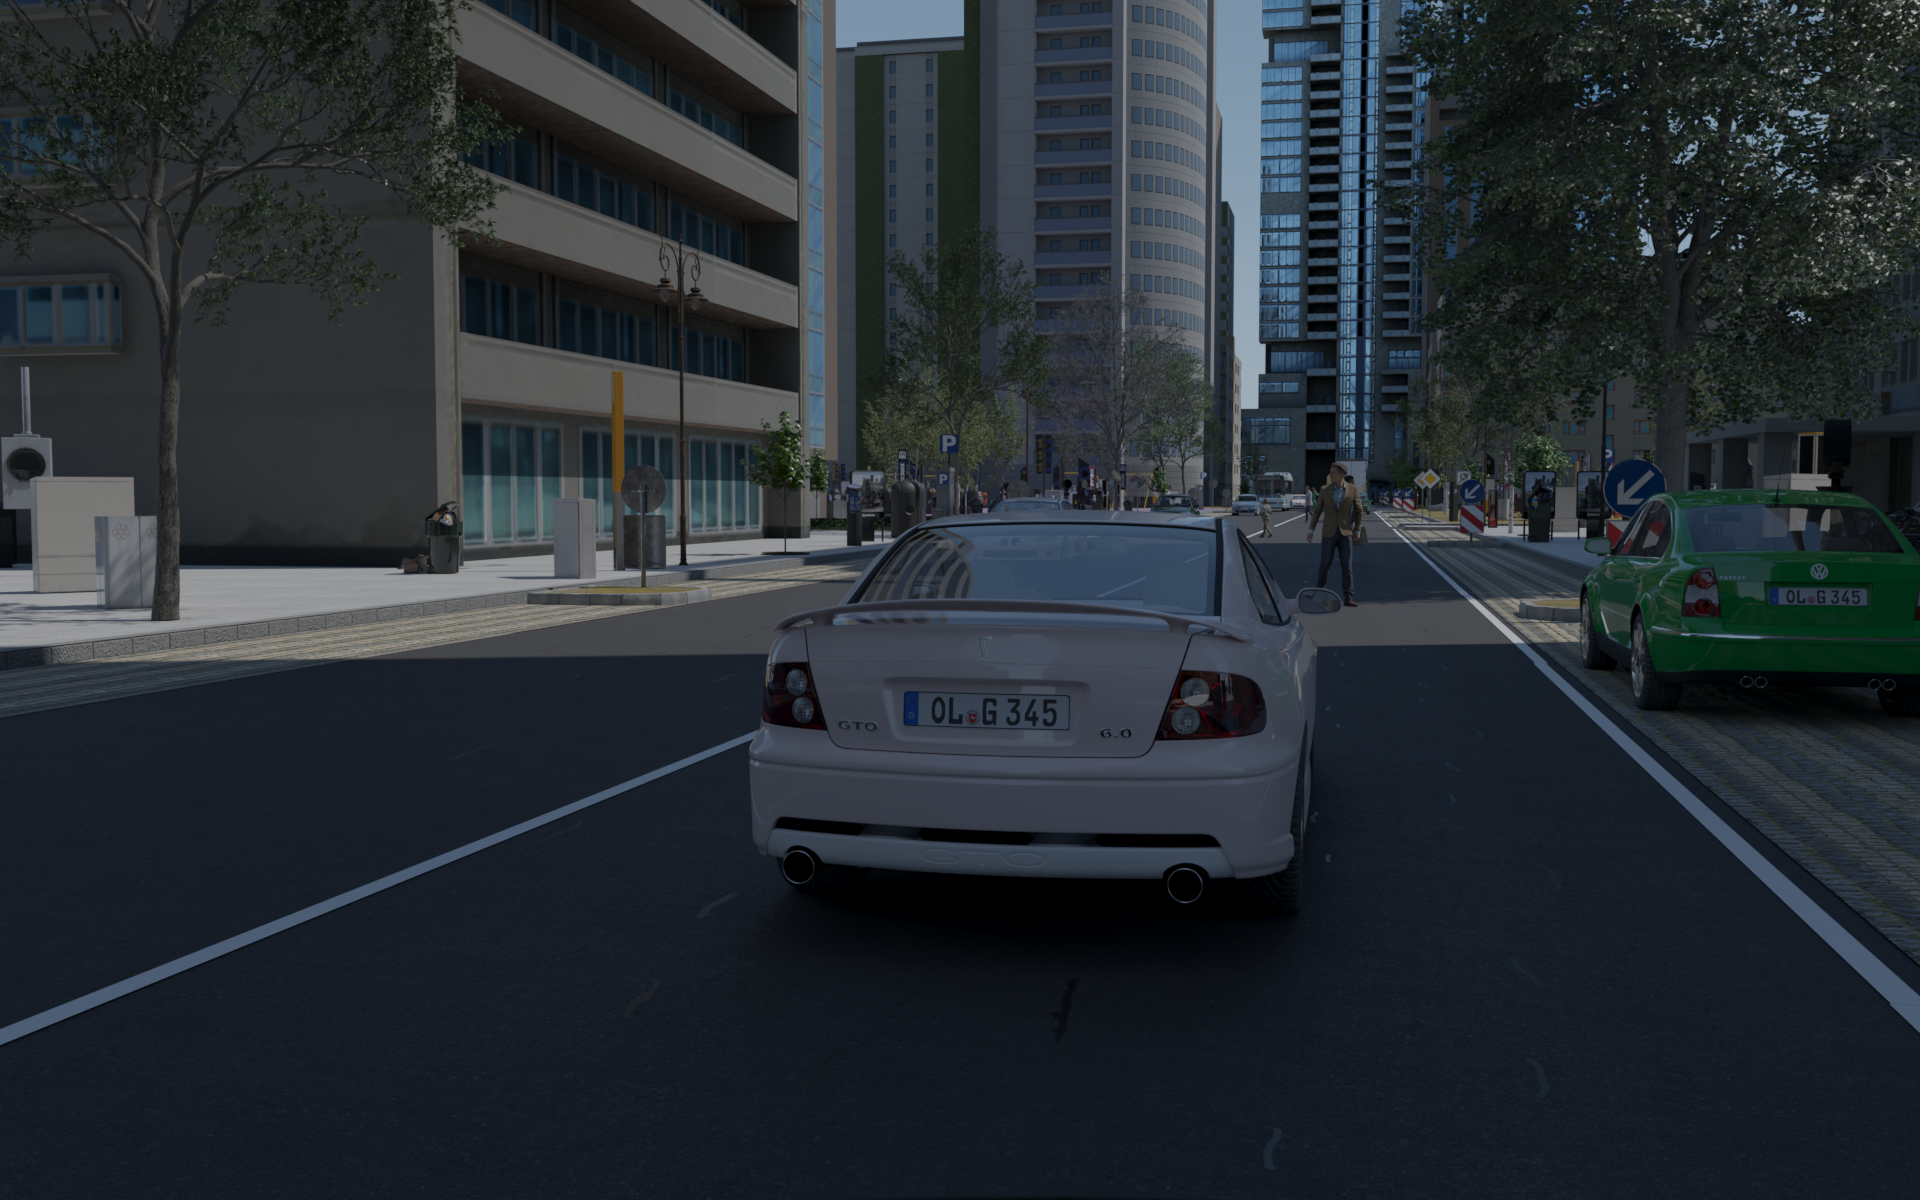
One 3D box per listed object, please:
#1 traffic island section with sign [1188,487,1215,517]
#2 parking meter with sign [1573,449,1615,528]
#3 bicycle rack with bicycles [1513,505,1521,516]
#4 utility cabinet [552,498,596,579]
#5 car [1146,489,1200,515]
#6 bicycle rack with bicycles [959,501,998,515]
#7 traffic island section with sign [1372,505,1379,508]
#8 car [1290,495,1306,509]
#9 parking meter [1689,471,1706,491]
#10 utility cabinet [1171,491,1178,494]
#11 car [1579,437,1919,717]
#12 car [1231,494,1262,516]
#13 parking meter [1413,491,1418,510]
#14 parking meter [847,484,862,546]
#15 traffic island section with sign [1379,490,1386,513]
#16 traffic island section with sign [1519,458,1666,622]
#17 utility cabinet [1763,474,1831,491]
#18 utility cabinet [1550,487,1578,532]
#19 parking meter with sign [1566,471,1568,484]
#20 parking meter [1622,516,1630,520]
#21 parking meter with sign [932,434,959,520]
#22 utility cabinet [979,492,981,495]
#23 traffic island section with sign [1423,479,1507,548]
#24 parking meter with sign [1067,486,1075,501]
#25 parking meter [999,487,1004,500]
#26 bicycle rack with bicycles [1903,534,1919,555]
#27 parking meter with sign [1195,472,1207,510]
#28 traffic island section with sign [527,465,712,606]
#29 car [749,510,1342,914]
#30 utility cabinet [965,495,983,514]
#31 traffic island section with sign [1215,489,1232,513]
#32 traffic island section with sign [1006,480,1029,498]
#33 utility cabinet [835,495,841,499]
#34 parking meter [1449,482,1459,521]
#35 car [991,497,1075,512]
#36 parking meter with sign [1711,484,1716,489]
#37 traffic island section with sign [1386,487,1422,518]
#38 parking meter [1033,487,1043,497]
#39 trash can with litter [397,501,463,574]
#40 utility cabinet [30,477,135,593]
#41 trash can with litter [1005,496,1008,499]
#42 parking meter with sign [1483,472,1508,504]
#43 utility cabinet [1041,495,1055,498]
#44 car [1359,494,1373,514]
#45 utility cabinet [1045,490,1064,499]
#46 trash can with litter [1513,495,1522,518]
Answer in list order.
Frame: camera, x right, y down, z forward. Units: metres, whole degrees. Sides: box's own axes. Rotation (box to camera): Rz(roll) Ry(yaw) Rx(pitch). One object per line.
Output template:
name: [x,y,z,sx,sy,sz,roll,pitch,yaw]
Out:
traffic island section with sign: [13.994,-5.810,103.618,1.989,1.847,2.006,1,4,13]
parking meter with sign: [24.186,-4.264,65.975,1.738,3.016,0.543,-3,4,-37]
bicycle rack with bicycles: [31.745,-5.390,101.504,2.852,0.926,2.925,0,4,1]
utility cabinet: [-5.909,-0.943,26.574,0.306,1.237,1.020,-2,4,-35]
car: [8.234,-3.474,66.580,2.009,1.686,4.222,1,4,13]
bicycle rack with bicycles: [1.115,-4.812,92.055,2.852,0.926,2.925,0,4,-4]
traffic island section with sign: [43.379,-10.290,176.868,1.989,1.847,2.006,1,4,13]
car: [32.336,-9.341,165.093,2.083,1.381,4.827,1,4,13]
parking meter: [18.883,-2.364,44.364,0.399,1.863,0.255,1,4,20]
utility cabinet: [18.057,-8.521,148.000,1.173,1.500,0.318,-2,4,-26]
car: [5.644,-0.231,12.572,1.959,1.807,4.718,1,4,13]
car: [19.084,-6.311,115.193,2.014,1.417,4.499,1,4,14]
parking meter: [36.783,-8.036,139.795,0.372,1.533,0.369,0,3,0]
parking meter: [-2.611,-2.101,42.757,0.372,1.533,0.369,0,3,0]
traffic island section with sign: [32.262,-7.318,128.277,1.989,1.847,2.006,1,4,13]
traffic island section with sign: [7.554,-0.696,20.011,1.989,1.847,2.006,1,4,13]
utility cabinet: [9.340,-0.654,19.376,1.173,1.500,0.318,-3,5,-44]
utility cabinet: [19.820,-2.975,57.322,1.173,1.500,0.318,0,4,-1]
parking meter with sign: [47.520,-8.370,133.112,1.738,3.016,0.543,1,4,22]
parking meter: [30.309,-4.302,78.746,0.372,1.533,0.369,0,3,0]
parking meter with sign: [-0.448,-3.264,49.624,0.543,3.016,1.738,1,4,9]
utility cabinet: [1.294,-8.830,153.048,1.173,1.500,0.318,-3,4,-36]
traffic island section with sign: [13.643,-2.329,46.701,1.989,1.847,2.006,1,4,13]
parking meter with sign: [9.919,-9.679,154.513,1.738,3.016,0.543,1,4,18]
parking meter: [3.371,-8.157,139.085,0.255,1.863,0.399,-3,5,-39]
bicycle rack with bicycles: [15.053,-0.934,28.651,2.852,0.926,2.925,-1,4,-14]
parking meter with sign: [19.328,-8.786,139.905,0.543,3.016,1.738,-1,4,-17]
traffic island section with sign: [-4.404,-0.881,23.032,1.989,1.847,2.006,1,4,13]
car: [0.572,0.301,7.433,2.083,1.381,4.827,1,4,12]
utility cabinet: [0.940,-6.116,111.162,1.020,1.237,0.306,-1,4,-14]
traffic island section with sign: [20.034,-7.422,129.978,1.989,1.847,2.006,1,4,13]
traffic island section with sign: [1.601,-2.488,49.312,1.989,1.847,2.006,1,4,13]
utility cabinet: [-8.294,-6.336,114.754,1.020,1.237,0.306,-2,4,-29]
parking meter: [23.177,-4.621,81.270,0.399,1.863,0.255,-2,4,-29]
car: [1.454,-1.398,35.216,2.083,1.381,4.827,1,4,12]
parking meter with sign: [54.741,-7.957,126.353,1.738,3.016,0.543,3,5,44]
traffic island section with sign: [26.274,-5.710,101.993,1.989,1.847,2.006,1,4,13]
parking meter: [2.987,-3.545,66.376,0.372,1.533,0.369,0,3,0]
trash can with litter: [-8.547,-1.009,27.879,1.055,1.170,0.624,1,4,11]
utility cabinet: [-11.459,-0.854,22.649,1.173,1.500,0.318,-3,5,-40]
trash can with litter: [4.334,-8.666,153.075,1.055,1.170,0.624,-3,5,-41]
parking meter with sign: [34.324,-7.056,111.631,1.738,3.016,0.543,2,4,25]
utility cabinet: [4.033,-4.418,83.403,1.020,1.237,0.306,2,4,25]
car: [28.256,-6.812,123.172,2.131,1.459,4.920,1,4,14]
utility cabinet: [5.150,-5.280,95.005,0.318,1.500,1.173,-3,5,-44]
trash can with litter: [30.166,-4.955,92.073,2.233,1.210,1.678,1,4,18]
